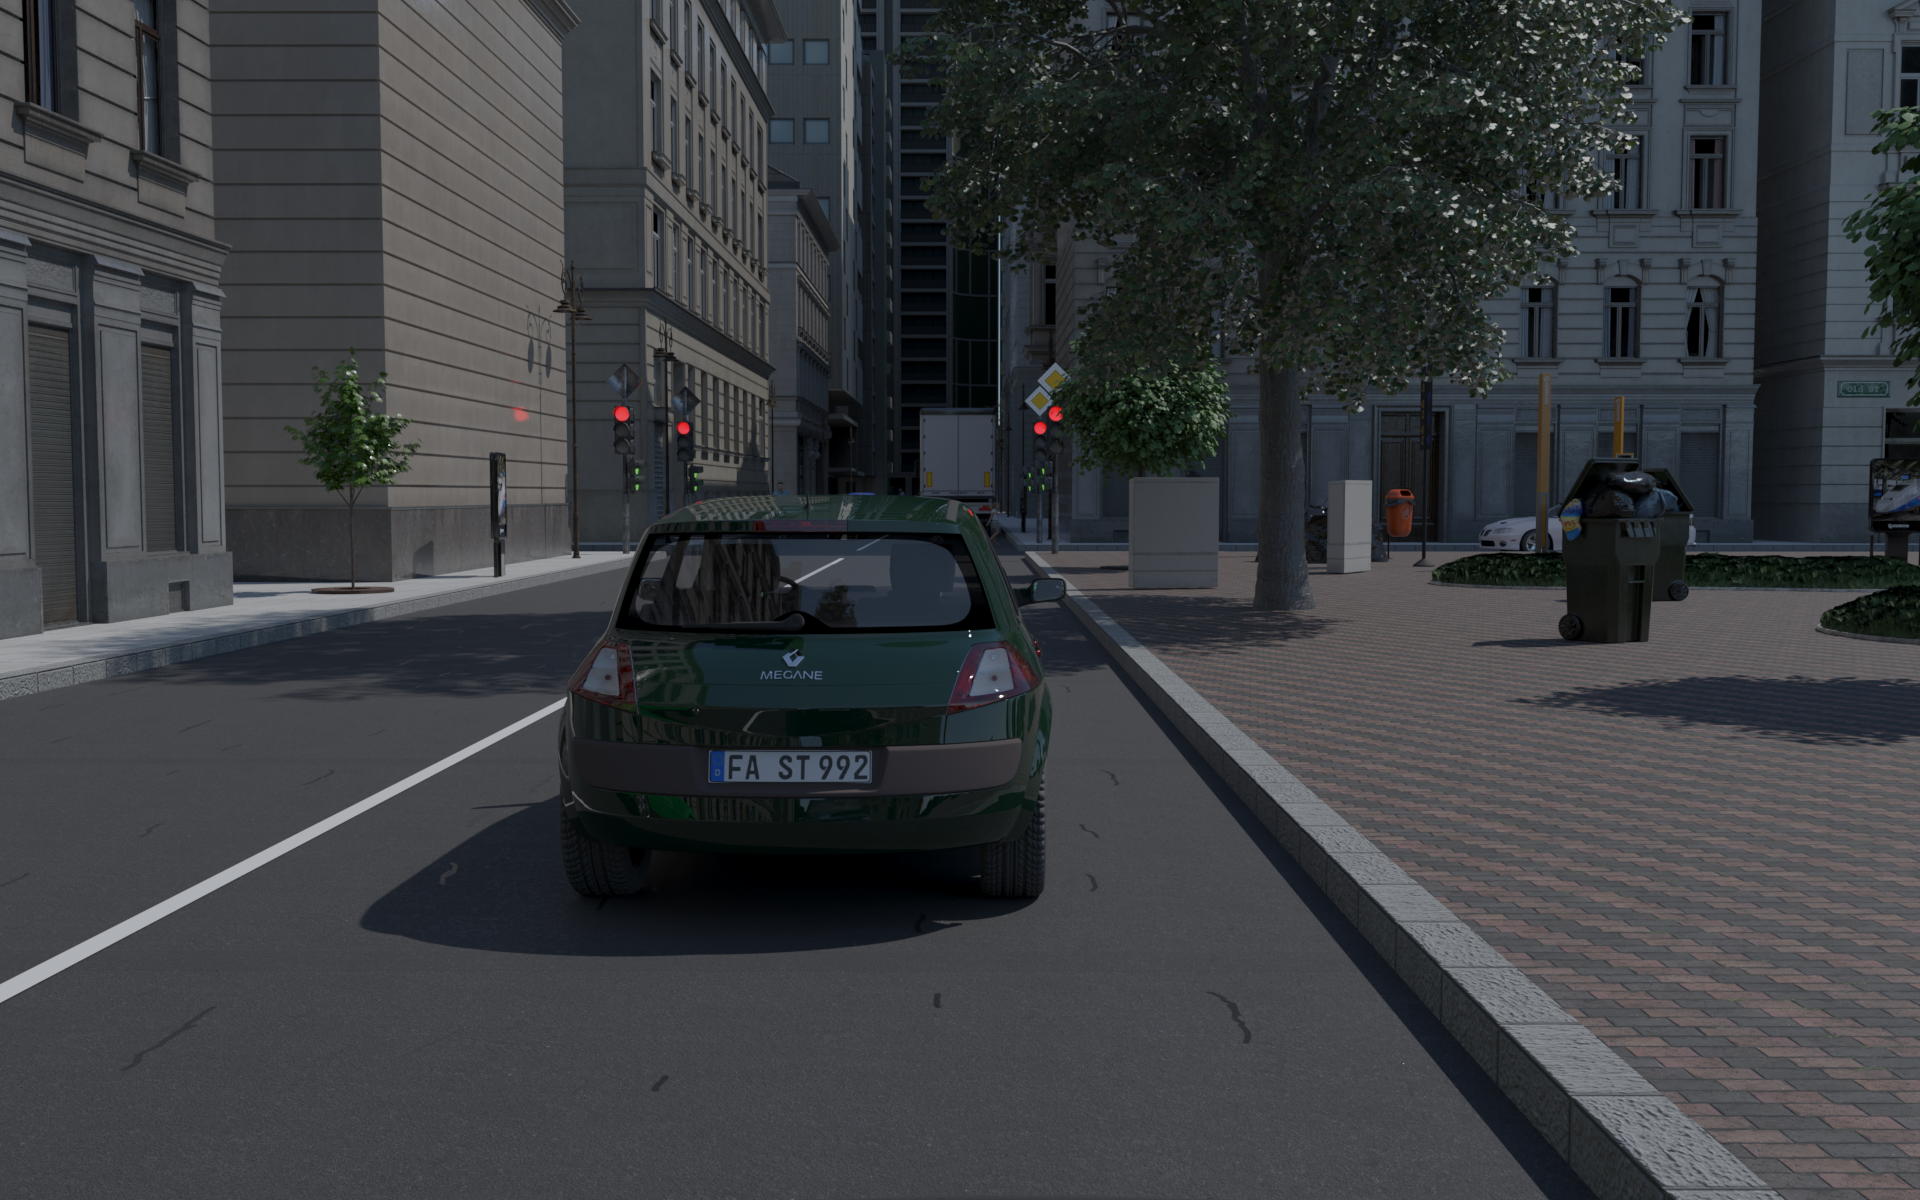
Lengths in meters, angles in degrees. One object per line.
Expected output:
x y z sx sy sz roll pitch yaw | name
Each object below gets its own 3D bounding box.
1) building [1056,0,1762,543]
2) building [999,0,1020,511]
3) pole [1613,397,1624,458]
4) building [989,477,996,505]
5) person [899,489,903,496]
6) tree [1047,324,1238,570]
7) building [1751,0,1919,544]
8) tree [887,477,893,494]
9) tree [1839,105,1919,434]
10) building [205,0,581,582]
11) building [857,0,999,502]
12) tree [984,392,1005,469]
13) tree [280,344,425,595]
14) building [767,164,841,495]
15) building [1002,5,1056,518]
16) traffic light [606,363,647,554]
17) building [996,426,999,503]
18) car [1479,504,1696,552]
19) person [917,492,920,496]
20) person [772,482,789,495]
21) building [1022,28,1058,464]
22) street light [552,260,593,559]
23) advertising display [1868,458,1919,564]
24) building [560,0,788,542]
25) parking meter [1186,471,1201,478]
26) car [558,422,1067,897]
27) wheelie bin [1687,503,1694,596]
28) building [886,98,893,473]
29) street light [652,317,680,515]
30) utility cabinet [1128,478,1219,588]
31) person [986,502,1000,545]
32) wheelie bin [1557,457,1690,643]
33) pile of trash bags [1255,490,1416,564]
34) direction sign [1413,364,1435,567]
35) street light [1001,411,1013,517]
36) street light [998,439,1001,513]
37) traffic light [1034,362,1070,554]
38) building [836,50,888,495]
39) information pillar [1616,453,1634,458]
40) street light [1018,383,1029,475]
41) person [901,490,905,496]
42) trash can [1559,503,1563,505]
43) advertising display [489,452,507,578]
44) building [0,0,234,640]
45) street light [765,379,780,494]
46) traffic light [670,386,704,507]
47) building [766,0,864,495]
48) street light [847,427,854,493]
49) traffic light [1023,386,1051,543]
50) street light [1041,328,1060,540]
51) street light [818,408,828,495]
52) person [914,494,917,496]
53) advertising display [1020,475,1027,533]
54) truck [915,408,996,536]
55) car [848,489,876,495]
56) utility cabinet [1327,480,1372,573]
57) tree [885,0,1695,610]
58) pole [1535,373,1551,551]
11.822 -12.244 49.344 18.267 20.994 9.793 0 4 0 | building
10.052 -27.529 133.699 14.154 41.232 14.086 0 4 0 | building
13.798 -2.599 36.336 0.158 3.312 0.155 0 3 0 | pole
19.270 -30.077 183.638 32.217 40.220 23.993 0 4 0 | building
-4.349 -7.184 126.040 0.705 1.814 1.350 -1 4 -20 | person
3.127 -2.818 29.786 4.285 4.588 4.351 0 3 0 | tree
43.774 -16.846 51.841 44.131 29.872 17.030 0 4 0 | building
-7.004 -10.503 166.319 1.663 3.219 1.824 0 3 0 | tree
7.443 -1.677 11.135 4.285 4.588 4.351 0 3 0 | tree
-20.341 -14.245 30.164 25.104 27.353 12.463 0 4 0 | building
-5.477 -47.332 212.131 20.611 71.187 20.563 0 4 0 | building
3.653 -10.607 123.780 4.360 8.622 3.978 0 3 0 | tree
-7.860 -1.700 22.400 1.663 3.219 1.824 0 3 0 | tree
-13.226 -14.932 95.055 10.553 20.767 40.483 0 4 0 | building
8.439 -20.024 104.878 11.434 29.767 29.804 0 4 0 | building
-7.144 -2.943 37.041 0.839 4.253 0.868 0 4 0 | traffic light
14.732 -51.506 154.798 22.319 86.520 31.000 0 4 0 | building
14.506 -1.700 40.155 4.827 1.381 2.083 0 4 -1 | car
-4.696 -11.457 196.735 0.541 1.710 0.530 -2 4 -34 | person
-5.721 -2.876 55.544 0.660 1.820 0.620 -1 4 -21 | person
9.902 -15.519 72.823 14.460 24.649 34.723 0 4 0 | building
-7.651 -3.766 34.362 0.468 5.910 1.993 0 4 0 | street light
16.793 -1.578 31.019 0.974 1.923 0.123 0 4 4 | advertising display
-15.464 -13.837 59.515 16.112 22.955 30.059 0 4 0 | building
5.975 -2.363 44.344 0.255 1.863 0.399 2 4 33 | parking meter
-0.515 0.136 7.560 2.009 1.686 4.222 0 4 1 | car
8.423 -0.799 20.973 0.693 1.594 0.980 0 4 -3 | wheelie bin
-22.654 -34.527 184.131 30.456 49.044 23.786 0 4 0 | building
-7.662 -4.434 45.277 0.468 5.910 1.993 0 4 0 | street light
2.892 -0.906 23.484 1.173 1.500 0.318 0 4 -8 | utility cabinet
0.939 -2.159 48.807 0.382 1.210 0.505 0 4 5 | person
5.711 -0.441 15.126 0.980 1.594 0.693 -2 4 -30 | wheelie bin
7.443 -1.439 33.277 3.447 1.369 1.912 -2 4 -34 | pile of trash bags
8.219 -2.361 30.592 0.379 3.537 0.876 0 4 4 | direction sign
2.679 -7.536 96.000 0.468 5.910 1.993 0 4 0 | street light
2.849 -8.991 119.795 0.468 5.910 1.993 0 4 0 | street light
2.017 -2.942 37.020 0.839 4.253 0.868 0 4 0 | traffic light
-13.898 -28.835 155.043 14.154 41.232 14.086 0 4 0 | building
11.983 -1.639 31.286 0.304 2.012 0.304 1 4 21 | information pillar
2.636 -6.082 72.224 0.468 5.910 1.993 0 4 0 | street light
-5.455 -9.354 161.306 0.599 1.838 0.709 3 4 36 | person
10.211 -1.027 28.443 0.748 1.137 0.748 0 3 0 | trash can
-7.176 -1.329 26.946 0.123 1.923 0.974 0 4 -7 | advertising display
-13.125 -9.869 10.513 9.793 20.994 18.267 0 4 0 | building
-7.511 -5.910 69.413 0.468 5.910 1.993 0 4 0 | street light
-7.112 -3.432 45.026 0.839 4.253 0.868 0 4 0 | traffic light
-21.570 -33.269 133.184 28.713 52.752 27.495 0 4 0 | building
-7.368 -8.818 116.963 0.468 5.910 1.993 0 4 0 | street light
2.050 -3.430 45.005 0.839 4.253 0.868 0 4 0 | traffic light
2.527 -4.628 48.449 0.468 5.910 1.993 0 4 0 | street light
-7.366 -7.364 93.188 0.468 5.910 1.993 0 4 0 | street light
-4.967 -10.873 189.463 0.799 1.438 0.628 1 4 21 | person
2.112 -3.205 57.607 0.123 1.923 0.974 0 4 -4 | advertising display
-0.204 -4.475 62.084 2.839 4.237 11.283 0 4 -1 | truck
-4.189 -3.937 73.963 1.945 1.707 3.694 0 4 2 | car
6.322 -1.191 28.151 0.318 1.500 1.173 2 4 34 | utility cabinet
3.615 -6.865 18.897 9.857 13.997 8.962 0 3 0 | tree
9.900 -2.175 29.405 0.158 3.312 0.155 0 3 0 | pole
